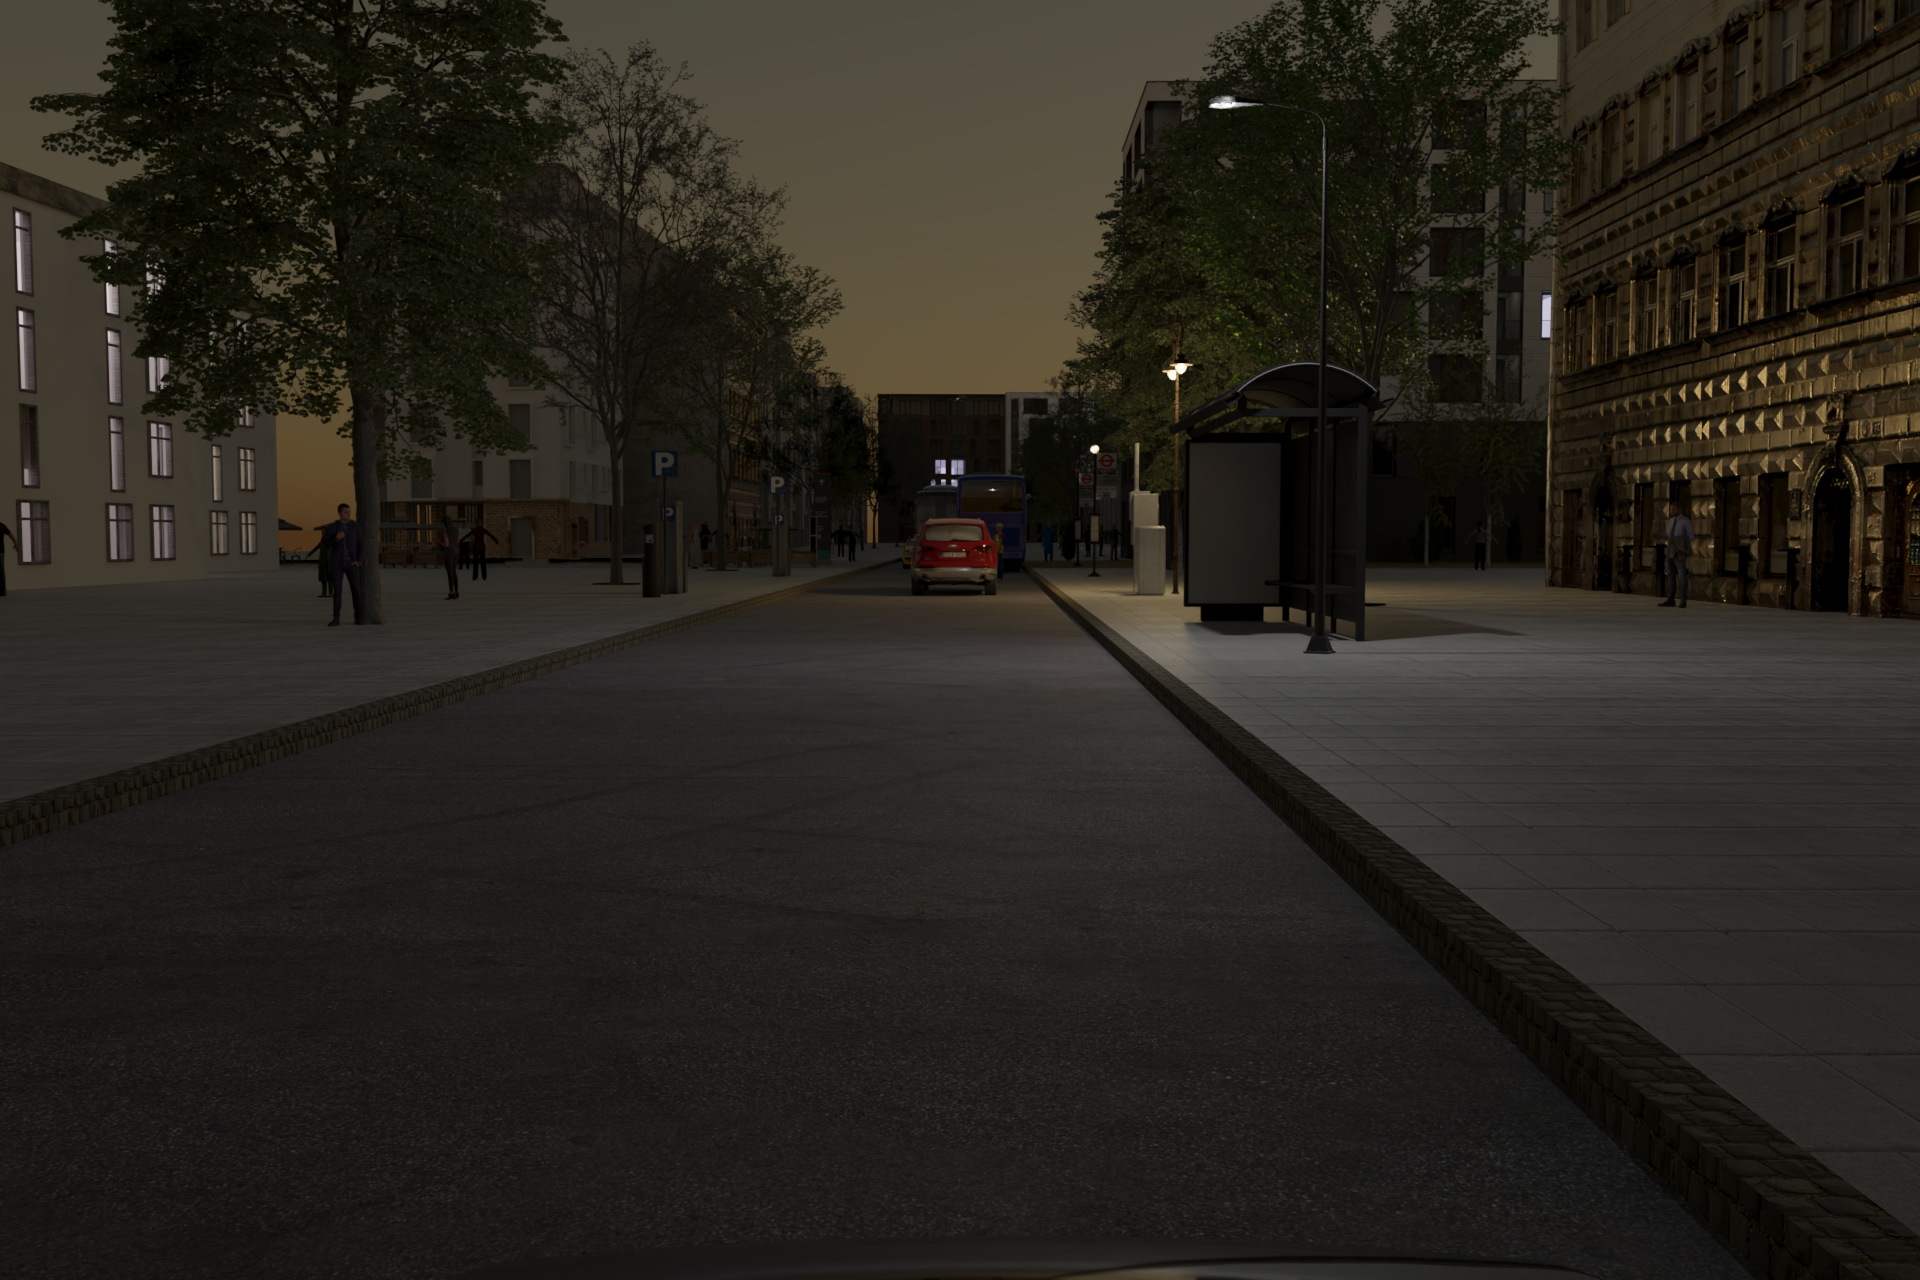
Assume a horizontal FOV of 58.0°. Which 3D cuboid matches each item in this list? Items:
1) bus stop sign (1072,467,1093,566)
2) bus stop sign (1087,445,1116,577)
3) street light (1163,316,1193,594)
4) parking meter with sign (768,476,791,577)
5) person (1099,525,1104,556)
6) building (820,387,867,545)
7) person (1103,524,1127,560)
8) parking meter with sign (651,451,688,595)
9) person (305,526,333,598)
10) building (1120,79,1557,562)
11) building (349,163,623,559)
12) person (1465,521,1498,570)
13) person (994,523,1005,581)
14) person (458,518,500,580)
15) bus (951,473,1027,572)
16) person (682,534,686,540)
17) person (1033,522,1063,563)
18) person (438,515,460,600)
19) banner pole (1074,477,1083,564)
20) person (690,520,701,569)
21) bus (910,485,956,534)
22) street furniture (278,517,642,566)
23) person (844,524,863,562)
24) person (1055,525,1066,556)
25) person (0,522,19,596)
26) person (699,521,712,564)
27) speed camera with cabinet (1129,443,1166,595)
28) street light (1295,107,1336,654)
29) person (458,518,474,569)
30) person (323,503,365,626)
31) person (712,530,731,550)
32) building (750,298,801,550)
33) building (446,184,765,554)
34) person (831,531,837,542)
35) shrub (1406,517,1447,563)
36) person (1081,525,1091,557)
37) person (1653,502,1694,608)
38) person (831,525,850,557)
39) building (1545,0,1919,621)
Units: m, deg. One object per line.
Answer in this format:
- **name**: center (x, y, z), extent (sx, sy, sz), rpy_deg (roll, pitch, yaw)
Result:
- **bus stop sign**: center (4.940, -4.935, 69.396), extent (0.855, 3.939, 0.416), rpy_deg (0, 4, 1)
- **bus stop sign**: center (4.259, -3.871, 51.995), extent (0.855, 3.939, 0.416), rpy_deg (0, 4, 1)
- **street light**: center (4.624, -3.926, 36.981), extent (0.468, 5.910, 1.993), rpy_deg (0, 4, 0)
- **parking meter with sign**: center (-5.427, -3.439, 52.485), extent (0.543, 3.016, 1.738), rpy_deg (0, 4, 1)
- **person**: center (8.189, -5.738, 99.947), extent (0.705, 1.813, 1.348), rpy_deg (0, 4, -2)
- **building**: center (-21.458, -21.850, 223.706), extent (16.747, 18.905, 31.486), rpy_deg (0, 4, 1)
- **person**: center (7.562, -4.805, 84.832), extent (1.348, 1.796, 0.705), rpy_deg (-1, 4, -23)
- **parking meter with sign**: center (-6.186, -2.502, 37.167), extent (0.543, 3.016, 1.738), rpy_deg (0, 3, 0)
- **person**: center (-12.855, -1.576, 34.986), extent (0.989, 1.438, 0.599), rpy_deg (2, 4, 29)
- **building**: center (22.570, -15.329, 94.600), extent (27.936, 21.610, 32.646), rpy_deg (0, 4, 1)
- **building**: center (-25.072, -14.274, 89.804), extent (16.016, 20.090, 11.380), rpy_deg (0, 3, 0)
- **person**: center (18.421, -3.328, 61.220), extent (1.217, 1.737, 0.721), rpy_deg (3, 4, 38)
- **person**: center (1.102, -2.675, 52.652), extent (0.721, 1.772, 1.216), rpy_deg (-1, 4, -18)
- **person**: center (-13.379, -2.527, 48.129), extent (1.215, 1.729, 0.721), rpy_deg (-2, 4, -29)
- **bus**: center (1.096, -4.717, 68.677), extent (2.896, 3.916, 12.251), rpy_deg (0, 4, 0)
- **person**: center (-16.429, -5.852, 101.609), extent (0.705, 1.837, 1.347), rpy_deg (1, 4, 17)
- **person**: center (3.949, -4.349, 77.233), extent (1.347, 1.817, 0.704), rpy_deg (1, 4, 13)
- **person**: center (-10.009, -1.615, 33.920), extent (0.415, 1.643, 0.593), rpy_deg (-1, 4, -20)
- **banner pole**: center (5.157, -5.203, 75.078), extent (0.401, 3.779, 0.863), rpy_deg (0, 4, 0)
- **person**: center (-9.801, -3.527, 63.812), extent (0.704, 1.811, 1.347), rpy_deg (-1, 4, -11)
- **bus**: center (-0.894, -6.038, 90.270), extent (2.896, 3.916, 12.251), rpy_deg (0, 4, 1)
- **street furniture**: center (-26.512, -4.301, 75.345), extent (27.439, 1.986, 14.083), rpy_deg (-1, 4, -13)
- **person**: center (-4.934, -4.487, 80.090), extent (0.721, 1.740, 1.216), rpy_deg (3, 5, 42)
- **person**: center (6.000, -5.721, 99.679), extent (1.345, 1.843, 0.704), rpy_deg (-2, 4, -30)
- **person**: center (-19.843, -1.796, 35.590), extent (0.705, 1.803, 1.348), rpy_deg (1, 4, 16)
- **person**: center (-11.018, -4.205, 74.524), extent (0.705, 1.856, 1.354), rpy_deg (-3, 5, -42)
- **speed camera with cabinet**: center (4.023, -2.615, 37.086), extent (0.660, 3.252, 2.038), rpy_deg (0, 4, 1)
- **street light**: center (4.413, -2.809, 18.462), extent (1.470, 5.913, 1.316), rpy_deg (0, 4, 1)
- **person**: center (-17.968, -3.480, 62.694), extent (1.343, 1.855, 0.704), rpy_deg (0, 4, -5)
- **person**: center (-8.614, -1.057, 24.244), extent (0.541, 1.710, 0.530), rpy_deg (-1, 4, -9)
- **person**: center (-13.326, -5.477, 95.772), extent (1.346, 1.802, 0.704), rpy_deg (0, 4, 5)
- **building**: center (-23.088, -16.880, 142.441), extent (16.747, 18.905, 31.486), rpy_deg (0, 4, 0)
- **building**: center (-23.810, -17.526, 117.471), extent (19.493, 23.208, 18.063), rpy_deg (0, 4, 1)
- **person**: center (-6.077, -4.428, 78.363), extent (1.349, 1.833, 0.705), rpy_deg (-3, 5, -41)
- **shrub**: center (20.556, -4.423, 76.359), extent (1.661, 2.075, 1.752), rpy_deg (0, 3, 0)
- **person**: center (7.224, -5.622, 98.053), extent (0.704, 1.812, 1.346), rpy_deg (3, 5, 43)
- **person**: center (12.371, -1.482, 30.135), extent (0.599, 1.838, 0.709), rpy_deg (-1, 4, -22)
- **person**: center (-6.709, -5.584, 97.478), extent (1.347, 1.806, 0.705), rpy_deg (-1, 4, -12)
- **building**: center (23.312, -12.311, 32.214), extent (19.493, 23.208, 18.063), rpy_deg (0, 4, 1)
